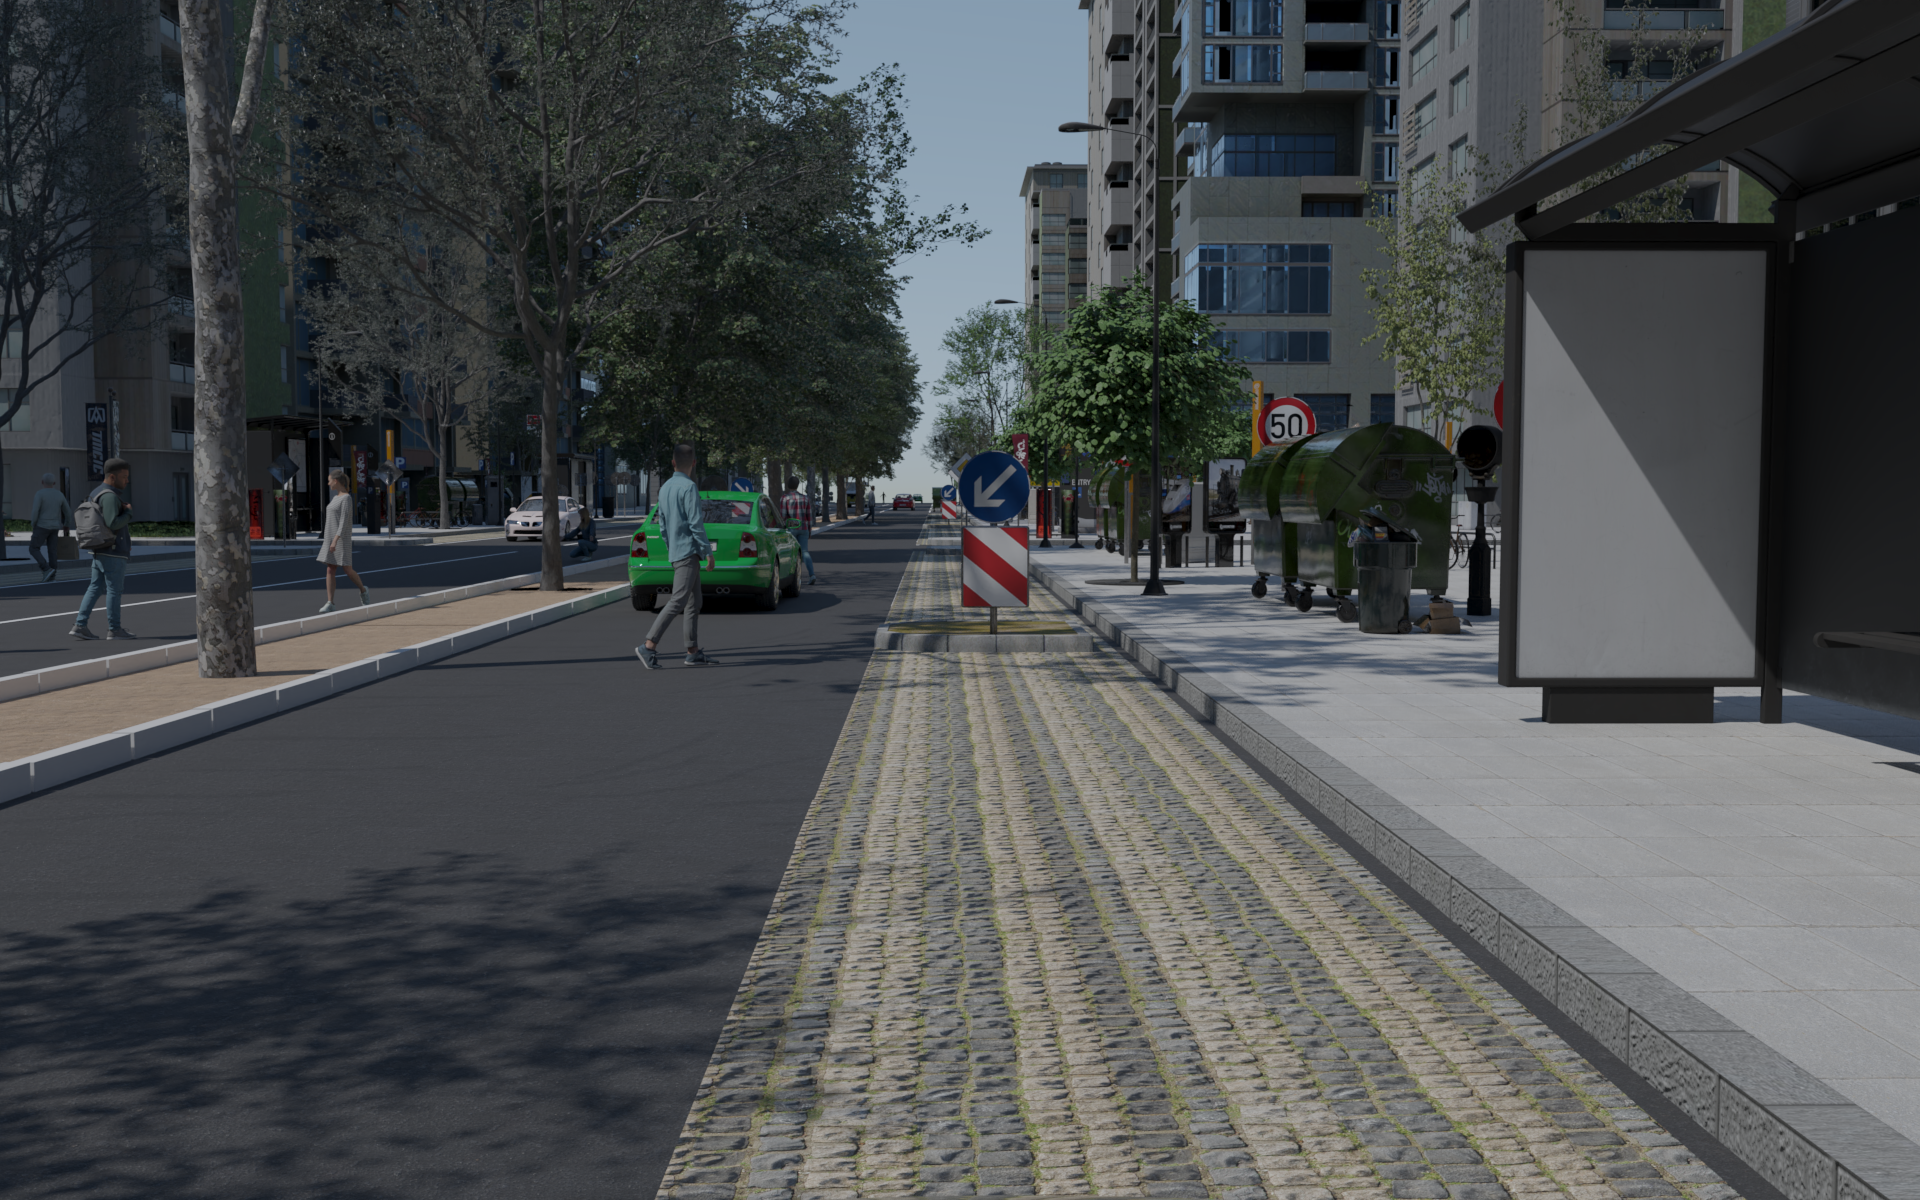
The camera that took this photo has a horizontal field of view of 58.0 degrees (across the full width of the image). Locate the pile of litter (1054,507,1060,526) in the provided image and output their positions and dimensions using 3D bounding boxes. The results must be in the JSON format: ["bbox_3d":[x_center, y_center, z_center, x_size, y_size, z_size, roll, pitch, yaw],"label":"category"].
[{"bbox_3d":[4.007,-3.447,70.327,1.176,0.858,1.719,0,4,4],"label":"pile of litter"}]

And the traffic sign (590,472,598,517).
[{"bbox_3d":[-20.459,-5.864,95.982,0.768,2.556,0.104,0,4,4],"label":"traffic sign"}]

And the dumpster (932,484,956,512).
[{"bbox_3d":[-1.258,-8.101,137.408,1.985,2.255,1.502,0,4,-2],"label":"dumpster"}]

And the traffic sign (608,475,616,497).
[{"bbox_3d":[-22.198,-6.780,110.959,0.768,2.556,0.104,0,4,3],"label":"traffic sign"}]

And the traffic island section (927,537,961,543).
[{"bbox_3d":[0.071,-1.679,49.725,2.009,0.180,2.903,0,4,-1],"label":"traffic island section"}]

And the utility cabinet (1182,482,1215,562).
[{"bbox_3d":[4.442,-1.453,32.443,0.318,1.500,1.173,3,5,40],"label":"utility cabinet"}]

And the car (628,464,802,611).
[{"bbox_3d":[-3.121,-0.849,22.683,1.959,1.807,4.718,0,4,1],"label":"car"}]

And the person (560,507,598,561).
[{"bbox_3d":[-8.063,-1.416,37.148,0.738,1.151,1.012,-3,5,-44],"label":"person"}]

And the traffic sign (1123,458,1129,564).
[{"bbox_3d":[3.070,-1.942,31.864,0.768,2.556,0.104,0,4,8],"label":"traffic sign"}]

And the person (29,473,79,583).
[{"bbox_3d":[-14.725,-1.174,28.174,0.515,1.767,0.782,2,4,24],"label":"person"}]

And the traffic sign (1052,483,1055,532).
[{"bbox_3d":[3.178,-3.599,58.954,0.768,2.556,0.104,1,4,9],"label":"traffic sign"}]

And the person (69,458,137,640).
[{"bbox_3d":[-8.346,-0.498,16.983,0.623,1.781,0.721,2,4,34],"label":"person"}]

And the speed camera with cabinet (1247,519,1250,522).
[{"bbox_3d":[12.749,-4.990,75.917,0.660,3.252,2.038,0,4,2],"label":"speed camera with cabinet"}]

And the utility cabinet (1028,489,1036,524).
[{"bbox_3d":[3.436,-3.981,73.761,1.173,1.500,0.318,3,5,41],"label":"utility cabinet"}]

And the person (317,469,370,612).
[{"bbox_3d":[-7.585,-0.733,21.235,0.466,1.731,0.760,1,4,18],"label":"person"}]

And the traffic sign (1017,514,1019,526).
[{"bbox_3d":[1.928,-3.495,57.155,0.884,2.594,0.081,0,4,6],"label":"traffic sign"}]

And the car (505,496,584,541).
[{"bbox_3d":[-12.828,-2.542,53.928,2.083,1.381,4.827,0,4,-1],"label":"car"}]

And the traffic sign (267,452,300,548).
[{"bbox_3d":[-16.186,-2.313,41.459,0.795,2.450,0.064,0,4,-1],"label":"traffic sign"}]

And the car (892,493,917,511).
[{"bbox_3d":[-4.830,-8.591,149.498,2.155,1.783,4.494,0,4,1],"label":"car"}]

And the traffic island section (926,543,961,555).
[{"bbox_3d":[0.180,-1.190,41.740,2.009,0.180,2.903,0,4,-1],"label":"traffic island section"}]

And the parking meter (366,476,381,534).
[{"bbox_3d":[-18.736,-3.036,55.352,0.399,1.863,0.255,1,4,23],"label":"parking meter"}]

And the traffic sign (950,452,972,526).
[{"bbox_3d":[0.157,-2.325,41.663,0.795,2.450,0.064,0,4,-1],"label":"traffic sign"}]

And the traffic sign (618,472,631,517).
[{"bbox_3d":[-18.989,-5.988,98.010,0.768,2.556,0.104,0,4,3],"label":"traffic sign"}]

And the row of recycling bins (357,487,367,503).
[{"bbox_3d":[-29.273,-4.471,80.209,3.534,1.692,1.069,-1,4,-15],"label":"row of recycling bins"}]

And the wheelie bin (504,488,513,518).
[{"bbox_3d":[-24.240,-5.182,92.630,0.693,1.594,0.980,0,4,2],"label":"wheelie bin"}]

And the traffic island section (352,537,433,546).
[{"bbox_3d":[-16.319,-1.665,49.505,2.009,0.180,2.903,0,4,-1],"label":"traffic island section"}]

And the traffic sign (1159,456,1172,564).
[{"bbox_3d":[3.668,-1.930,31.663,0.768,2.556,0.104,0,4,1],"label":"traffic sign"}]

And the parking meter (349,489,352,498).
[{"bbox_3d":[-26.516,-4.110,75.615,0.372,1.533,0.369,0,3,0],"label":"parking meter"}]

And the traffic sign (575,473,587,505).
[{"bbox_3d":[-18.503,-5.041,84.558,0.606,2.300,0.079,0,4,2],"label":"traffic sign"}]

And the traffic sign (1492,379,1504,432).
[{"bbox_3d":[5.722,-1.061,17.457,0.768,2.556,0.104,0,3,0],"label":"traffic sign"}]

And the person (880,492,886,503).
[{"bbox_3d":[-12.145,-16.271,274.552,1.348,1.821,0.705,3,5,42],"label":"person"}]

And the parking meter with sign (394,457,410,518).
[{"bbox_3d":[-25.952,-5.165,80.708,0.543,3.016,1.738,-2,4,-26],"label":"parking meter with sign"}]

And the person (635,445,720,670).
[{"bbox_3d":[-2.354,-0.365,14.337,0.748,1.841,0.638,-1,4,-22],"label":"person"}]

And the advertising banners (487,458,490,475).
[{"bbox_3d":[-22.812,-5.409,84.625,0.090,3.025,2.074,0,4,1],"label":"advertising banners"}]

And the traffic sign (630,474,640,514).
[{"bbox_3d":[-20.885,-6.790,111.130,0.768,2.556,0.104,0,4,3],"label":"traffic sign"}]

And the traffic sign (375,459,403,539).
[{"bbox_3d":[-16.296,-2.801,49.444,0.795,2.450,0.064,0,4,-1],"label":"traffic sign"}]

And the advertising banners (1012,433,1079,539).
[{"bbox_3d":[2.442,-3.275,49.738,2.074,3.025,0.090,2,4,24],"label":"advertising banners"}]

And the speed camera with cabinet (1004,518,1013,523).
[{"bbox_3d":[2.189,-5.147,78.487,0.660,3.252,2.038,1,4,23],"label":"speed camera with cabinet"}]

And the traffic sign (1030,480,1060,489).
[{"bbox_3d":[3.577,-4.182,62.255,2.265,3.308,0.079,0,4,8],"label":"traffic sign"}]

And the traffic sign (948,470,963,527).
[{"bbox_3d":[0.047,-2.814,49.647,0.795,2.450,0.064,0,4,-1],"label":"traffic sign"}]

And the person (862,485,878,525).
[{"bbox_3d":[-4.208,-4.437,80.884,0.795,1.843,0.661,0,4,3],"label":"person"}]

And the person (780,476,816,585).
[{"bbox_3d":[-2.585,-1.105,27.402,0.563,1.720,0.643,-2,4,-30],"label":"person"}]

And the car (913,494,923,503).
[{"bbox_3d":[-6.972,-16.732,282.356,1.959,1.807,4.718,0,4,-3],"label":"car"}]

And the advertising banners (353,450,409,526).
[{"bbox_3d":[-23.329,-4.501,69.774,2.074,3.025,0.090,-1,4,-14],"label":"advertising banners"}]

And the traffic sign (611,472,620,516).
[{"bbox_3d":[-19.733,-6.086,99.614,0.768,2.556,0.104,0,4,7],"label":"traffic sign"}]

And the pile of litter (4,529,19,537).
[{"bbox_3d":[-28.900,-2.303,51.617,1.719,0.858,1.176,2,4,26],"label":"pile of litter"}]

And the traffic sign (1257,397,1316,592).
[{"bbox_3d":[4.274,-1.384,22.736,0.768,2.556,0.104,1,4,8],"label":"traffic sign"}]

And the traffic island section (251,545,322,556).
[{"bbox_3d":[-16.209,-1.177,41.521,2.009,0.180,2.903,0,4,-1],"label":"traffic island section"}]

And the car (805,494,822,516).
[{"bbox_3d":[-10.128,-6.324,115.407,2.014,1.417,4.499,0,4,-1],"label":"car"}]

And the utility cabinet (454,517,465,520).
[{"bbox_3d":[-24.736,-4.544,85.454,0.306,1.237,1.020,-3,5,-44],"label":"utility cabinet"}]

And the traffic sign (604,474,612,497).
[{"bbox_3d":[-22.480,-6.799,111.275,0.768,2.556,0.104,0,4,3],"label":"traffic sign"}]

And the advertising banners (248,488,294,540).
[{"bbox_3d":[-19.652,-3.188,48.306,2.074,3.025,0.090,0,4,1],"label":"advertising banners"}]
